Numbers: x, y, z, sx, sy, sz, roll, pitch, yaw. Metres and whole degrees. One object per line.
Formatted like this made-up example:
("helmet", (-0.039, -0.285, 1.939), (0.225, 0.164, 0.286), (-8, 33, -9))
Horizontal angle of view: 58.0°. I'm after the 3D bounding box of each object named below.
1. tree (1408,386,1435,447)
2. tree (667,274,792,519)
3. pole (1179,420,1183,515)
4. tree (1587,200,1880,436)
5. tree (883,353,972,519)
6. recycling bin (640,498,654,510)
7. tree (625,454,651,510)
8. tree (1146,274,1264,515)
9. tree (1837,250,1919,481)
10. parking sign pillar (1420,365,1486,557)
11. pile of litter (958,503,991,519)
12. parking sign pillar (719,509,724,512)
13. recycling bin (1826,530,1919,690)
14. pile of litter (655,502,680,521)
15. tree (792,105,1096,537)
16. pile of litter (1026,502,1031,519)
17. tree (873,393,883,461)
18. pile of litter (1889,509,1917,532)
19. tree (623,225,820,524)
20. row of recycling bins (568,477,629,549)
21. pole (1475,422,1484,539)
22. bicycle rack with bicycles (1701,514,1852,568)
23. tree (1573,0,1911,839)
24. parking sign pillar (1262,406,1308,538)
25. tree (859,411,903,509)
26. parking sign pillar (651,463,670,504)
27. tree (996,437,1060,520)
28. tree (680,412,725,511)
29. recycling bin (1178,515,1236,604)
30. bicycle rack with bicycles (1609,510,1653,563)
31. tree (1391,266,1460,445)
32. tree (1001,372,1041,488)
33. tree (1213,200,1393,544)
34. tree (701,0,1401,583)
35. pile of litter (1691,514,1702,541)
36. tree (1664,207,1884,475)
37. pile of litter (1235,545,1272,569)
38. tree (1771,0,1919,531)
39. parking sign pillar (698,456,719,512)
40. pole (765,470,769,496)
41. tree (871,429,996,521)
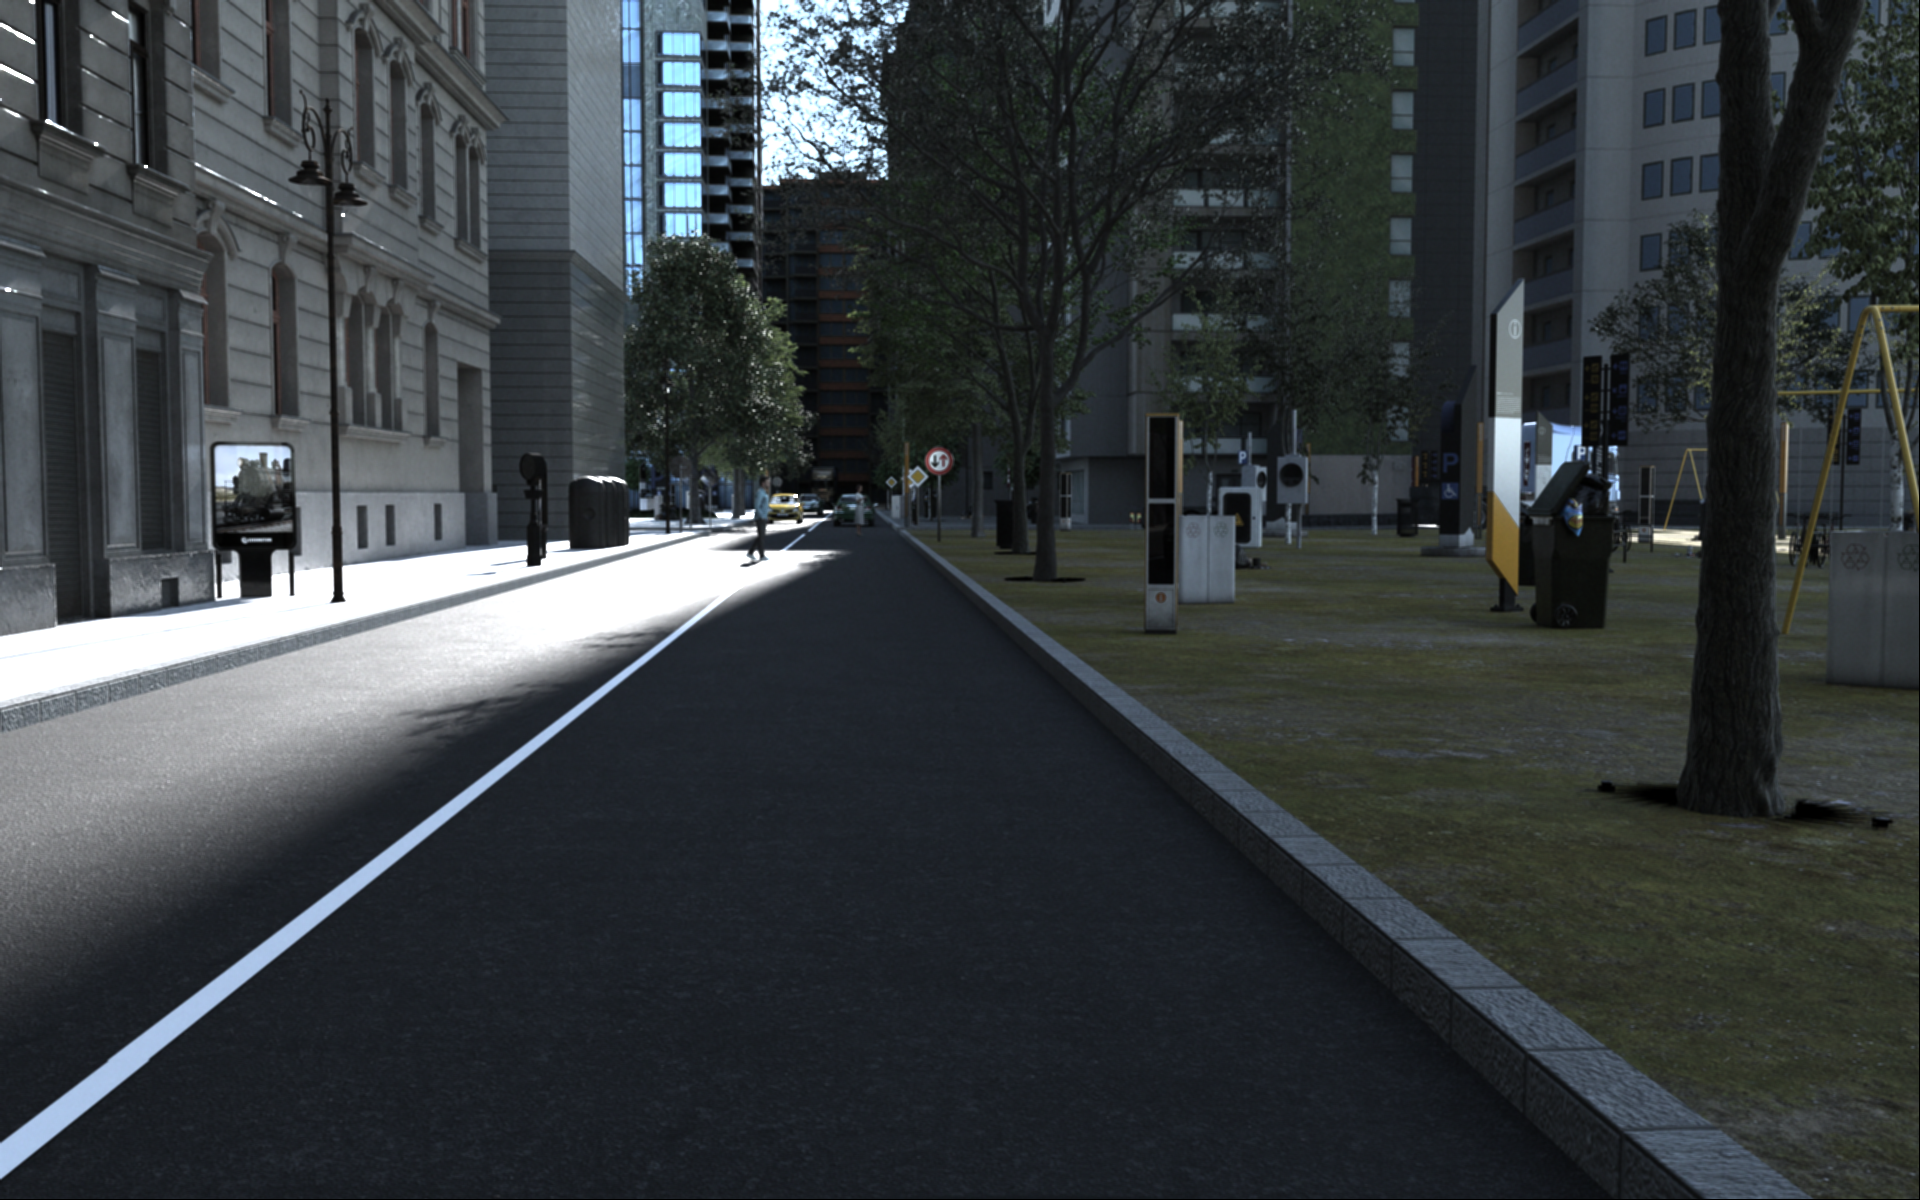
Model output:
("tree", (20.764, -8.238, 85.049), (4.737, 8.622, 4.395), (0, 3, 0))
("tree", (-11.697, -10.490, 89.633), (7.486, 12.596, 7.792), (0, 3, 0))
("pole", (6.070, -3.314, 48.021), (0.158, 3.312, 0.155), (0, 3, 0))
("tree", (24.428, -7.333, 54.308), (8.767, 10.594, 7.601), (0, 3, 0))
("tree", (-1.280, -8.423, 88.080), (4.737, 8.622, 4.395), (0, 3, 0))
("recycling bin", (-18.977, -5.673, 105.314), (0.722, 1.027, 0.722), (3, 5, 42))
("tree", (-26.313, -9.570, 140.181), (4.285, 4.588, 4.351), (0, 3, 0))
("tree", (8.376, -6.607, 58.389), (4.737, 8.622, 4.395), (0, 3, 0))
("tree", (24.452, -5.596, 41.860), (4.360, 8.622, 3.978), (0, 3, 0))
("parking sign pillar", (10.287, -2.893, 35.769), (1.447, 3.967, 1.447), (2, 4, 29))
("pile of litter", (0.778, -4.672, 90.360), (1.719, 0.858, 1.176), (0, 4, 5))
("parking sign pillar", (-17.834, -8.369, 125.308), (1.447, 3.967, 1.447), (-1, 4, -15))
("recycling bin", (6.352, 0.052, 11.701), (0.722, 1.027, 0.722), (3, 5, 43))
("pile of litter", (-14.358, -4.305, 84.347), (1.719, 0.858, 1.176), (1, 4, 12))
("tree", (0.103, -8.149, 51.358), (7.486, 12.596, 7.792), (0, 3, 0))
("pile of litter", (3.277, -4.693, 90.689), (1.719, 0.858, 1.176), (-3, 5, -40))
("tree", (-2.504, -8.928, 96.341), (4.737, 8.622, 4.395), (0, 3, 0))
("pile of litter", (27.154, -2.188, 49.731), (1.176, 0.858, 1.719), (-1, 4, -21))
("tree", (-11.506, -9.602, 74.005), (9.611, 12.733, 9.660), (0, 3, 0))
("row of recycling bins", (-8.726, -2.144, 42.163), (1.069, 1.692, 3.534), (0, 4, 1))
("pole", (14.773, -3.390, 49.276), (0.158, 3.312, 0.155), (0, 3, 0))
("bicycle rack with bicycles", (14.955, -1.112, 31.559), (2.852, 0.926, 2.925), (3, 5, 44))
("tree", (3.319, -4.950, 6.684), (9.928, 11.665, 9.643), (0, 3, 0))
("parking sign pillar", (9.683, -3.869, 51.727), (1.447, 3.967, 1.447), (-1, 4, -22))
("tree", (-6.569, -12.333, 152.008), (4.360, 8.622, 3.978), (0, 3, 0))
("parking sign pillar", (-20.900, -8.095, 120.828), (1.447, 3.967, 1.447), (1, 4, 20))
("tree", (3.206, -6.279, 86.367), (4.285, 4.588, 4.351), (0, 3, 0))
("tree", (-17.131, -10.190, 116.973), (4.737, 8.622, 4.395), (0, 3, 0))
("recycling bin", (2.800, -0.488, 20.526), (0.722, 1.027, 0.722), (-1, 4, -14))
("bicycle rack with bicycles", (11.067, -1.142, 32.060), (2.852, 0.926, 2.925), (2, 4, 31))
("tree", (13.406, -6.398, 54.963), (4.360, 8.622, 3.978), (0, 3, 0))
("tree", (4.640, -9.003, 97.559), (4.360, 8.622, 3.978), (0, 3, 0))
("tree", (8.678, -5.744, 44.271), (4.360, 8.622, 3.978), (0, 3, 0))
("tree", (1.376, -7.027, 25.257), (12.009, 13.543, 11.850), (0, 3, 0))
("pile of litter", (20.705, -2.049, 47.463), (1.176, 0.858, 1.719), (-1, 4, -9))
("tree", (18.868, -5.595, 41.841), (4.360, 8.622, 3.978), (0, 3, 0))
("pile of litter", (4.632, -0.998, 30.276), (1.176, 0.858, 1.719), (-2, 4, -34))
("tree", (11.591, -4.320, 20.997), (4.737, 8.622, 4.395), (0, 3, 0))
("parking sign pillar", (-18.043, -8.152, 121.751), (1.447, 3.967, 1.447), (0, 4, 7))
("pole", (-12.680, -7.336, 113.783), (0.158, 3.312, 0.155), (0, 3, 0))
("tree", (-1.328, -6.029, 82.293), (4.285, 4.588, 4.351), (0, 3, 0))
